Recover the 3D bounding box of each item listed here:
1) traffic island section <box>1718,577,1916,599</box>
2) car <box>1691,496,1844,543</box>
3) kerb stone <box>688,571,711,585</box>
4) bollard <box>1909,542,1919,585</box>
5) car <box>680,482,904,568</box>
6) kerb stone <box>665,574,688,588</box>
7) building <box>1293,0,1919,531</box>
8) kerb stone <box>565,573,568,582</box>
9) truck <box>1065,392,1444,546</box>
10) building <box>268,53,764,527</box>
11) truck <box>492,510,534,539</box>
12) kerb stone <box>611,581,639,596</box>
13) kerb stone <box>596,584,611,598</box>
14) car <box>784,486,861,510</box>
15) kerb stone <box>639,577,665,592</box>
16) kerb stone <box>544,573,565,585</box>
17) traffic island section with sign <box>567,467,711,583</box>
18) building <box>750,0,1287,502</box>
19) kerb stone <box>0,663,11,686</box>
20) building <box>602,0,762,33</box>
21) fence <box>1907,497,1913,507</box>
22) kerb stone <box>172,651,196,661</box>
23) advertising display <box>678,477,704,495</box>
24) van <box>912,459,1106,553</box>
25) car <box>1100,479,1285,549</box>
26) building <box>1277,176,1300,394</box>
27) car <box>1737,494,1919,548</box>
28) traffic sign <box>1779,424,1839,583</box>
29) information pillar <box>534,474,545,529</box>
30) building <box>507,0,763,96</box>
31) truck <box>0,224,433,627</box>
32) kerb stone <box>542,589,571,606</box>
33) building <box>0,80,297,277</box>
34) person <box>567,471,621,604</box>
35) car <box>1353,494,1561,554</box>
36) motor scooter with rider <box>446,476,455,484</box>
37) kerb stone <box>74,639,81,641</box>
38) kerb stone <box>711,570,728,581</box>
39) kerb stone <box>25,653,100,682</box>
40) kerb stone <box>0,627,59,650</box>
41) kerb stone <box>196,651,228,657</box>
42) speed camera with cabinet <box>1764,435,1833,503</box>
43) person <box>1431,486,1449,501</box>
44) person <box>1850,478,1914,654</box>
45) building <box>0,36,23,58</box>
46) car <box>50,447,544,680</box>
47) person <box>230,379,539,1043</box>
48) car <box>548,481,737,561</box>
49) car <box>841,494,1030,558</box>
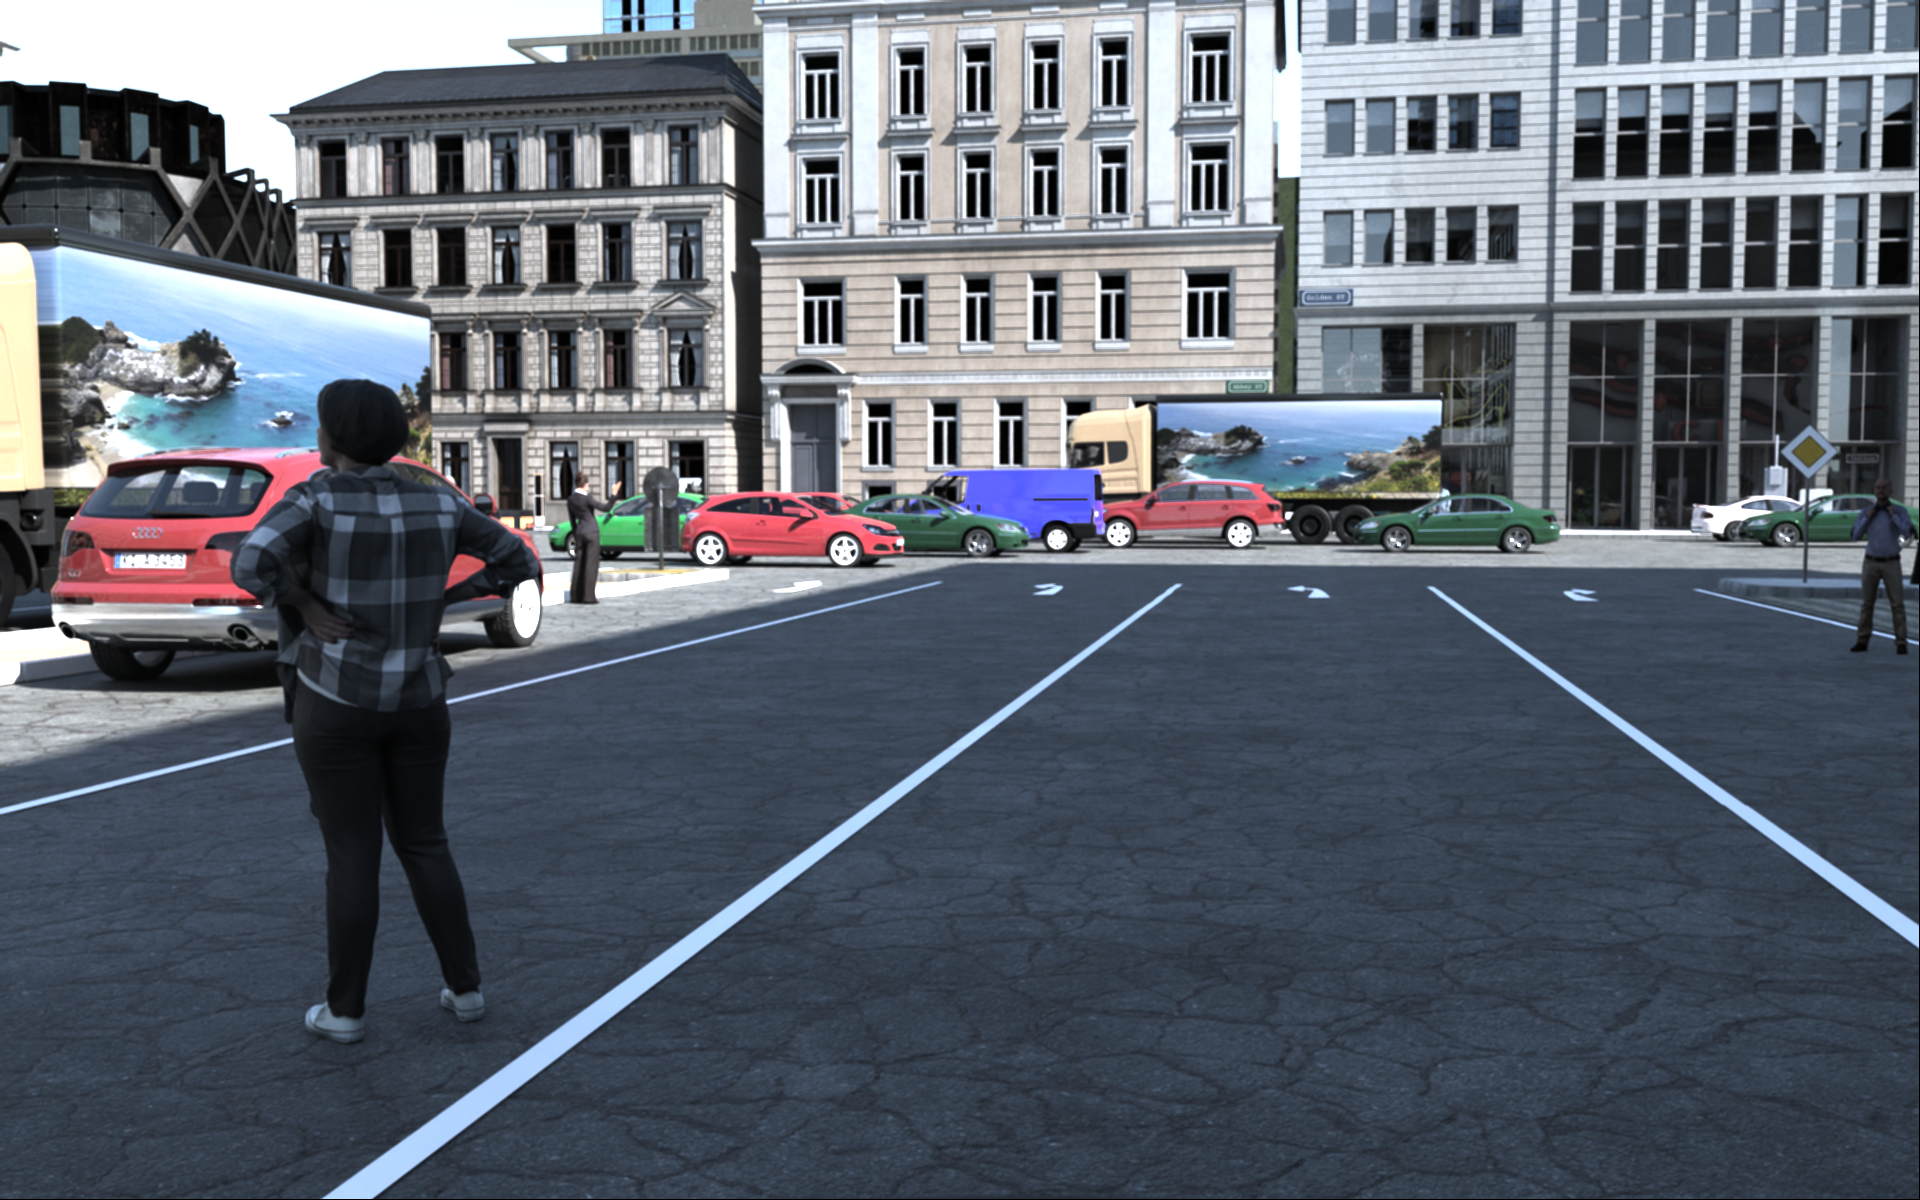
[{"bbox_3d":[12.231,-0.169,25.039,2.009,0.180,2.903,1,4,11],"label":"traffic island section"},{"bbox_3d":[24.631,-2.437,52.199,4.827,1.381,2.083,1,4,11],"label":"car"},{"bbox_3d":[-4.278,-0.346,27.855,0.120,0.150,1.000,1,4,11],"label":"kerb stone"},{"bbox_3d":[13.640,-0.525,24.630,0.229,0.601,0.229,0,3,0],"label":"bollard"},{"bbox_3d":[-3.324,-1.562,34.576,4.494,1.783,2.155,1,4,12],"label":"car"},{"bbox_3d":[-4.489,-0.284,26.845,0.120,0.150,1.000,1,4,11],"label":"kerb stone"},{"bbox_3d":[27.596,-17.527,64.065,29.804,29.767,11.434,1,4,11],"label":"building"},{"bbox_3d":[-6.334,-0.370,28.323,0.120,0.150,1.000,1,4,11],"label":"kerb stone"},{"bbox_3d":[8.026,-3.734,49.957,11.283,4.237,2.839,1,4,13],"label":"truck"},{"bbox_3d":[-16.857,-12.690,72.117,19.286,19.102,10.561,1,4,11],"label":"building"},{"bbox_3d":[-22.522,-3.903,53.571,18.799,4.110,2.967,1,4,10],"label":"truck"},{"bbox_3d":[-4.876,-0.159,24.819,0.120,0.150,1.000,1,4,11],"label":"kerb stone"},{"bbox_3d":[-5.082,-0.096,23.813,0.120,0.150,1.000,1,4,11],"label":"kerb stone"},{"bbox_3d":[-3.527,-2.451,49.122,4.494,1.783,2.155,1,4,13],"label":"car"},{"bbox_3d":[-4.679,-0.223,25.836,0.120,0.150,1.000,1,4,11],"label":"kerb stone"},{"bbox_3d":[-6.528,-0.311,27.315,0.120,0.150,1.000,1,4,11],"label":"kerb stone"},{"bbox_3d":[-5.171,-1.258,28.698,2.006,1.907,1.989,1,4,11],"label":"traffic island section with sign"},{"bbox_3d":[3.062,-17.379,70.045,20.117,28.700,13.634,1,4,11],"label":"building"},{"bbox_3d":[-7.277,0.584,12.681,0.120,0.150,1.000,1,4,11],"label":"kerb stone"},{"bbox_3d":[-22.753,-52.855,176.857,31.000,86.520,22.319,1,4,11],"label":"building"},{"bbox_3d":[29.689,-2.717,55.620,0.480,1.192,2.264,-1,4,-18],"label":"fence"},{"bbox_3d":[-6.877,0.461,14.702,0.120,0.150,1.000,1,4,11],"label":"kerb stone"},{"bbox_3d":[-10.133,-3.670,65.225,0.974,1.923,0.123,1,4,12],"label":"advertising display"},{"bbox_3d":[0.939,-2.359,42.949,5.245,2.365,2.240,1,4,12],"label":"van"},{"bbox_3d":[5.961,-2.289,46.098,5.304,1.827,2.281,1,4,10],"label":"car"},{"bbox_3d":[37.778,-33.199,226.390,14.086,41.232,14.154,1,4,11],"label":"building"},{"bbox_3d":[23.685,-2.143,46.840,4.920,1.459,2.131,1,4,12],"label":"car"},{"bbox_3d":[12.206,-1.304,24.966,0.795,2.450,0.064,1,4,11],"label":"traffic sign"},{"bbox_3d":[-15.570,-3.645,64.094,0.304,2.012,0.304,0,4,-1],"label":"information pillar"},{"bbox_3d":[-16.371,-27.405,139.946,32.217,40.220,23.993,1,4,11],"label":"building"},{"bbox_3d":[-10.107,-1.932,20.495,2.839,4.237,11.283,1,4,11],"label":"truck"},{"bbox_3d":[-5.282,-0.037,22.798,0.120,0.150,1.000,1,4,11],"label":"kerb stone"},{"bbox_3d":[-39.797,-12.988,79.809,16.811,18.784,16.820,1,4,11],"label":"building"},{"bbox_3d":[-4.767,-0.815,22.629,0.742,1.727,0.445,0,4,-2],"label":"person"},{"bbox_3d":[12.219,-1.892,42.724,4.920,1.459,2.131,1,4,11],"label":"car"},{"bbox_3d":[-8.697,-1.219,28.891,0.876,1.779,1.986,1,4,10],"label":"motor scooter with rider"},{"bbox_3d":[-8.525,0.305,17.205,0.120,0.150,1.000,1,4,11],"label":"kerb stone"},{"bbox_3d":[-4.085,-0.408,28.872,0.120,0.150,1.000,1,4,11],"label":"kerb stone"},{"bbox_3d":[-7.074,0.525,13.692,0.120,0.150,1.000,1,4,11],"label":"kerb stone"},{"bbox_3d":[-8.716,0.367,16.196,0.120,0.150,1.000,1,4,11],"label":"kerb stone"},{"bbox_3d":[-6.672,0.396,15.714,0.120,0.150,1.000,1,4,11],"label":"kerb stone"},{"bbox_3d":[27.939,-3.876,57.704,2.038,3.252,0.660,2,4,28],"label":"speed camera with cabinet"},{"bbox_3d":[14.637,-2.678,52.550,0.793,1.790,0.793,0,4,1],"label":"person"},{"bbox_3d":[8.342,-0.311,15.651,0.319,1.574,0.516,-3,5,-44],"label":"person"},{"bbox_3d":[-59.805,-18.041,82.358,23.554,28.519,14.401,1,4,11],"label":"building"},{"bbox_3d":[-5.304,-0.370,14.722,2.281,1.827,5.304,1,4,9],"label":"car"},{"bbox_3d":[-1.543,0.283,4.600,0.841,1.734,0.376,-3,5,-41],"label":"person"},{"bbox_3d":[-6.559,-1.749,37.388,4.718,1.807,1.959,1,4,11],"label":"car"},{"bbox_3d":[-0.817,-1.727,40.036,4.920,1.459,2.131,1,4,12],"label":"car"}]
